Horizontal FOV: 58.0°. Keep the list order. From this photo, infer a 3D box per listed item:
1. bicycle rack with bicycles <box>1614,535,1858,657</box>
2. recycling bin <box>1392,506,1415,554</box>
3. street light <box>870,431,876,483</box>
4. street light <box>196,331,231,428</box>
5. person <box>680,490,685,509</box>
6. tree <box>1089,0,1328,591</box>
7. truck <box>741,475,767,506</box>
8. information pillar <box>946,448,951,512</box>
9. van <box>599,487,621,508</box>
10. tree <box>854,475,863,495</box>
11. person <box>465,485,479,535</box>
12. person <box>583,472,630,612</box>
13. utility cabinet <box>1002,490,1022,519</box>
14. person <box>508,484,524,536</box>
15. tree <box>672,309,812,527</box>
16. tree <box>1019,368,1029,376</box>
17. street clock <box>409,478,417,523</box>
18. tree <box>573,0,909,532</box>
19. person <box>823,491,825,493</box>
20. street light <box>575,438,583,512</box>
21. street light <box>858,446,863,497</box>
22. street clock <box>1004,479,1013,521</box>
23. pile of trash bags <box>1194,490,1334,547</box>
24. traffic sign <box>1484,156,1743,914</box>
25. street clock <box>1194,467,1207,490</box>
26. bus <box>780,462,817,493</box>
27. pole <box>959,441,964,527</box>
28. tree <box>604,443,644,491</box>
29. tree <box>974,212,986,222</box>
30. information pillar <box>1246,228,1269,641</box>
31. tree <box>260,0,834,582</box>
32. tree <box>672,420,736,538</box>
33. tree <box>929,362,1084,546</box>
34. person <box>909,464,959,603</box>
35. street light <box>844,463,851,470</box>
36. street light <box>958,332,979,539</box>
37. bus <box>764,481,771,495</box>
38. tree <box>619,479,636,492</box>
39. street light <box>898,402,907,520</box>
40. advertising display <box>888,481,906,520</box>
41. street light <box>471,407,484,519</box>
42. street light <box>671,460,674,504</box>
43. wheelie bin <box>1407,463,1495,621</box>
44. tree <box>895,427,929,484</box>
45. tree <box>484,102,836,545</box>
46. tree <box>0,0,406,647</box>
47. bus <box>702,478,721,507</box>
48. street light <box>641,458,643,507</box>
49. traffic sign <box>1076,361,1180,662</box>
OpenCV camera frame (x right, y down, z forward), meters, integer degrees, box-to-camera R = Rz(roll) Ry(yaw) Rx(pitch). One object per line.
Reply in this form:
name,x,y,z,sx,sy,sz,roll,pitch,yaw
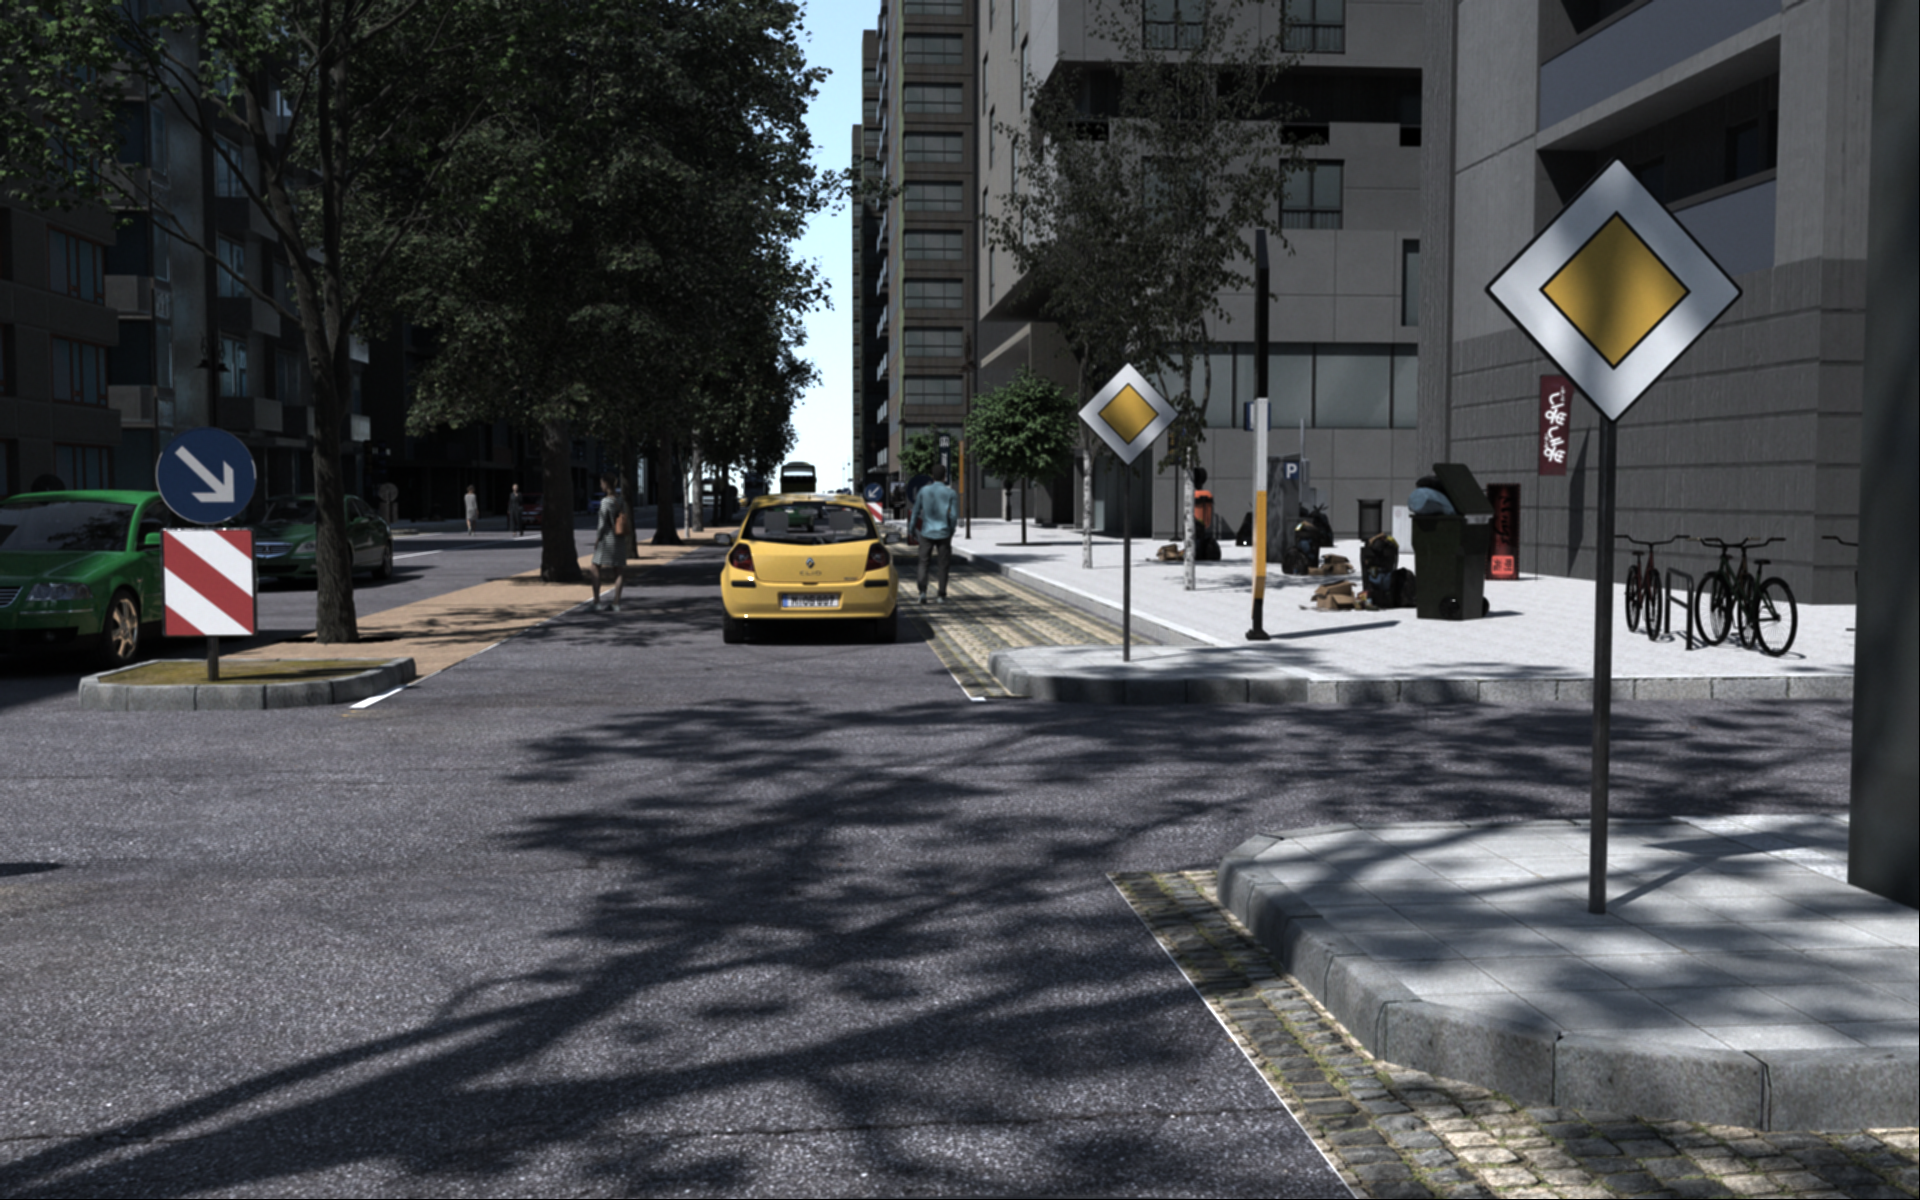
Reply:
bicycle rack with bicycles,6.918,-0.080,14.685,2.852,0.926,2.925,1,4,18
recycling bin,9.781,-1.507,37.197,0.722,1.027,0.722,-3,4,-39
street light,-6.317,-9.399,126.459,0.468,5.910,1.993,0,4,-5
street light,-21.155,-4.674,49.203,0.468,5.910,1.993,0,4,-5
person,-26.674,-9.705,167.310,0.705,1.807,1.348,-2,4,-34
tree,2.817,-4.428,22.760,4.360,8.622,3.978,0,3,0
truck,-25.344,-13.746,214.500,2.967,4.110,18.799,0,4,-6
information pillar,-0.618,-5.026,73.534,0.504,3.616,0.183,1,4,22
van,-21.062,-6.067,106.201,2.013,2.044,4.112,0,4,-5
tree,-9.659,-10.884,172.555,1.663,3.219,1.824,0,3,0
person,-16.865,-3.095,59.847,0.466,1.731,0.760,-1,4,-18
person,-4.273,-0.714,21.181,0.522,1.701,0.512,1,4,23
utility cabinet,2.616,-4.763,86.560,0.318,1.500,1.173,3,5,43
person,-15.205,-3.080,59.282,0.576,1.772,0.534,0,4,-4
tree,-10.621,-8.421,74.550,8.767,10.594,7.601,0,4,-5
tree,4.306,-7.814,78.114,4.737,8.622,4.395,0,3,0
street clock,-24.684,-4.499,78.130,0.358,2.002,0.471,-2,4,-31
tree,-8.598,-12.574,63.936,12.611,20.169,13.585,0,3,0
person,-19.440,-14.600,246.847,1.348,1.869,0.705,-3,5,-42
street light,-27.679,-9.358,125.785,0.468,5.910,1.993,0,4,-5
street light,-9.438,-11.685,163.838,0.468,5.910,1.993,0,4,-5
street clock,2.287,-4.704,81.486,0.358,2.002,0.471,3,4,37
pile of trash bags,7.263,-1.984,42.187,3.447,1.369,1.912,0,4,-7
traffic sign,1.950,-0.098,5.245,0.795,2.450,0.064,0,4,-5
street clock,6.462,-2.595,47.001,0.358,2.002,0.471,-2,4,-32
bus,-12.247,-8.537,131.129,2.896,3.916,12.252,0,4,-5
pole,0.053,-4.453,66.650,0.158,3.312,0.155,0,3,0
tree,-31.389,-13.010,163.074,4.737,8.622,4.395,0,3,0
tree,2.429,-4.843,29.540,4.360,8.622,3.978,0,3,0
information pillar,2.626,-1.455,15.147,0.183,3.616,0.504,0,4,5
tree,-6.488,-7.255,27.729,9.857,13.997,8.962,0,3,0
tree,-8.811,-6.291,55.670,4.360,8.622,3.978,0,3,0
tree,1.689,-3.647,43.341,4.285,4.588,4.351,0,3,0
person,-0.347,-0.863,22.638,0.660,1.820,0.620,0,4,5
street light,-13.353,-14.406,208.326,0.468,5.910,1.993,0,4,-5
street light,0.233,-4.691,49.478,0.468,5.910,1.993,0,4,-5
bus,-27.524,-14.924,238.863,2.948,3.499,13.247,0,4,-5
tree,-32.572,-10.687,169.334,1.663,3.219,1.824,0,3,0
street light,-2.893,-6.977,86.857,0.468,5.910,1.993,0,4,-5
advertising display,-3.109,-4.913,85.548,0.974,1.923,0.123,-3,4,-36
street light,-24.483,-7.049,88.041,0.468,5.910,1.993,0,4,-5
street light,-34.766,-14.468,209.335,0.468,5.910,1.993,0,4,-5
wheelie bin,5.020,-0.607,17.825,0.980,1.594,0.693,-3,5,-45
tree,-1.193,-5.741,77.586,4.285,4.588,4.351,0,3,0
tree,-8.298,-7.892,48.491,9.611,12.733,9.660,0,3,0
tree,-6.120,-5.397,16.449,9.928,11.665,9.643,0,3,0
bus,-27.544,-12.070,192.211,2.948,3.499,13.247,0,4,-6
street light,-31.645,-12.174,171.829,0.468,5.910,1.993,0,4,-5
traffic sign,1.272,-0.585,13.202,0.795,2.450,0.064,0,4,-5
